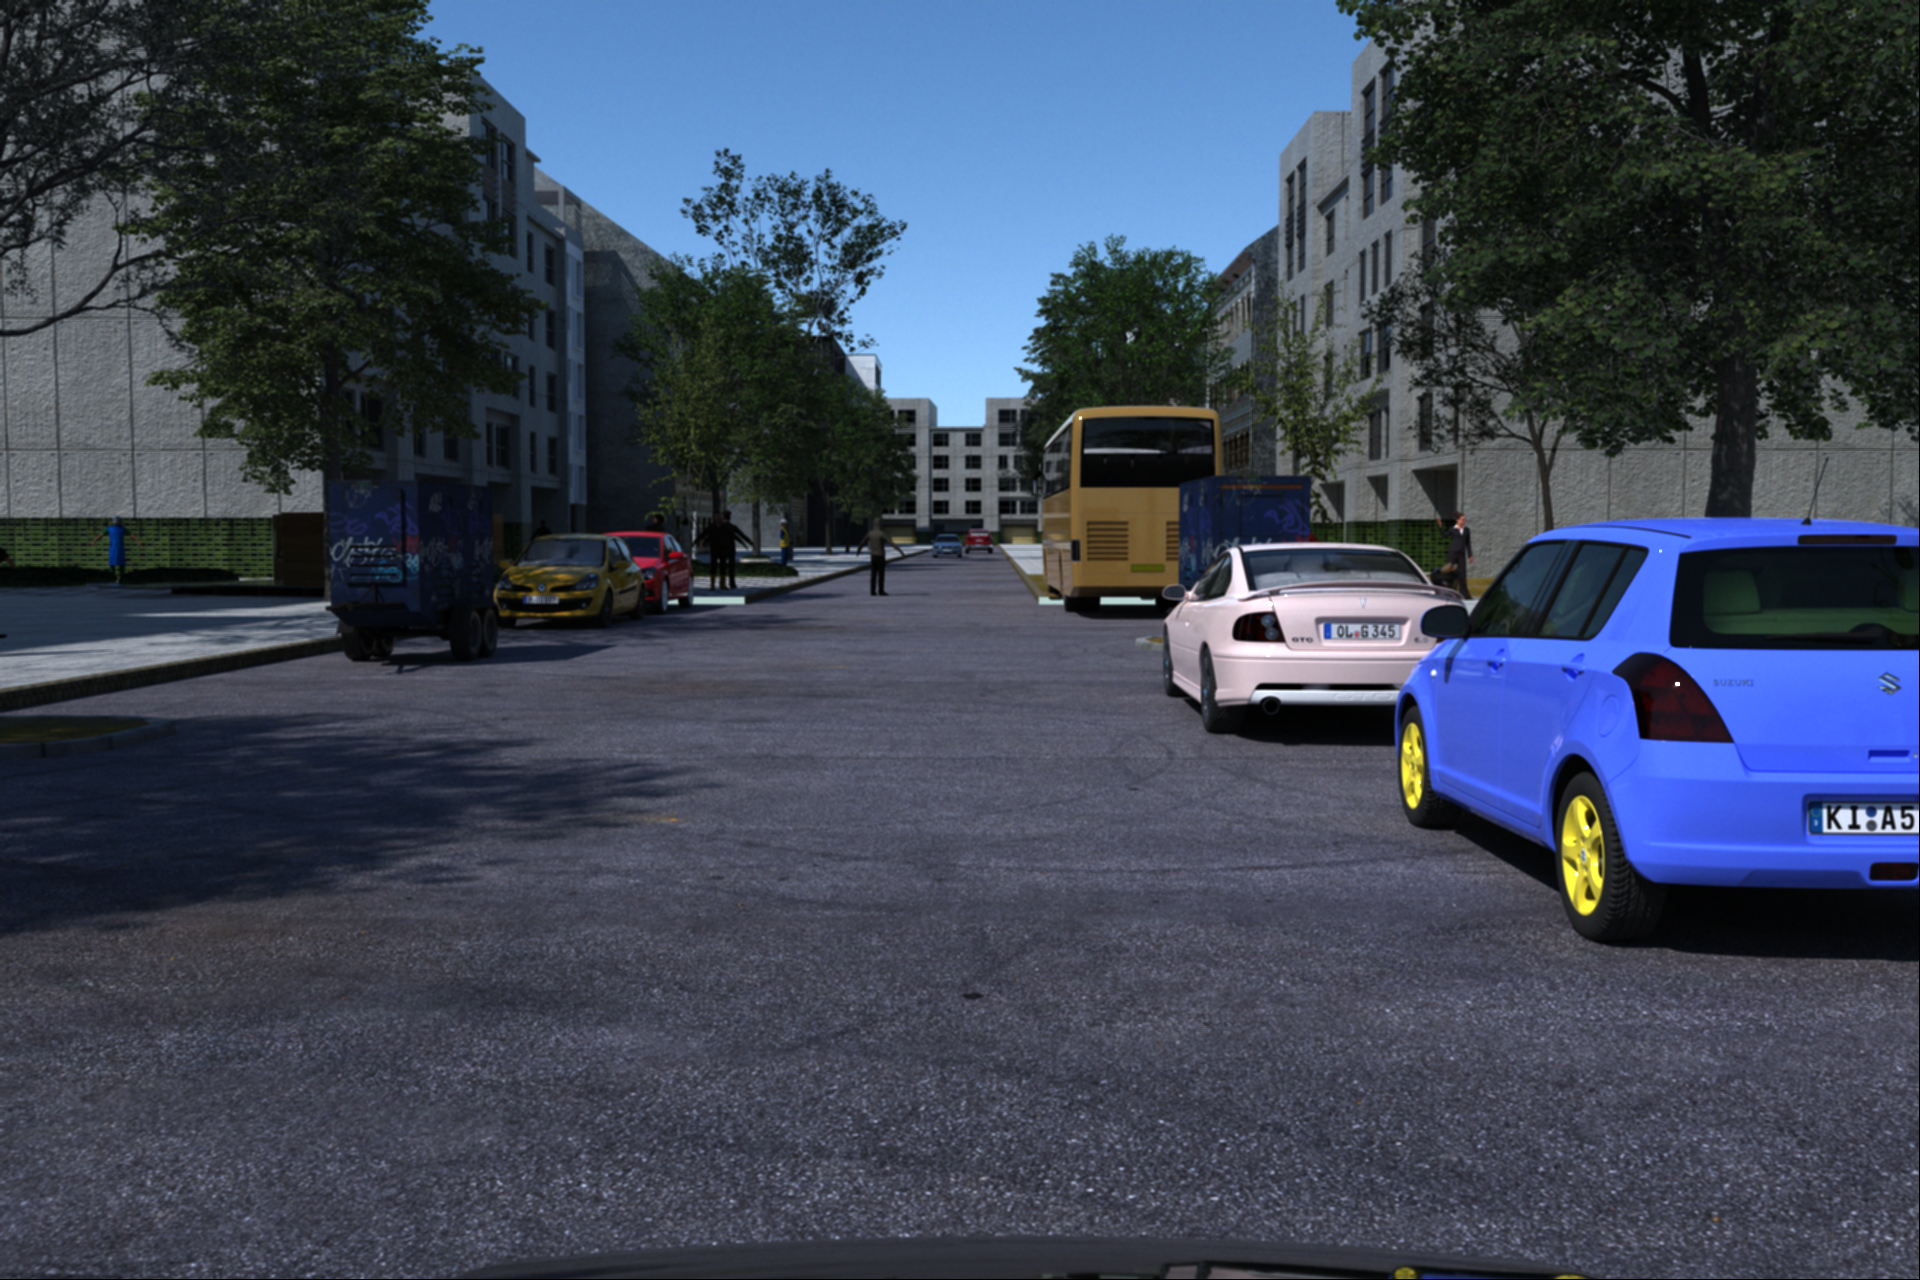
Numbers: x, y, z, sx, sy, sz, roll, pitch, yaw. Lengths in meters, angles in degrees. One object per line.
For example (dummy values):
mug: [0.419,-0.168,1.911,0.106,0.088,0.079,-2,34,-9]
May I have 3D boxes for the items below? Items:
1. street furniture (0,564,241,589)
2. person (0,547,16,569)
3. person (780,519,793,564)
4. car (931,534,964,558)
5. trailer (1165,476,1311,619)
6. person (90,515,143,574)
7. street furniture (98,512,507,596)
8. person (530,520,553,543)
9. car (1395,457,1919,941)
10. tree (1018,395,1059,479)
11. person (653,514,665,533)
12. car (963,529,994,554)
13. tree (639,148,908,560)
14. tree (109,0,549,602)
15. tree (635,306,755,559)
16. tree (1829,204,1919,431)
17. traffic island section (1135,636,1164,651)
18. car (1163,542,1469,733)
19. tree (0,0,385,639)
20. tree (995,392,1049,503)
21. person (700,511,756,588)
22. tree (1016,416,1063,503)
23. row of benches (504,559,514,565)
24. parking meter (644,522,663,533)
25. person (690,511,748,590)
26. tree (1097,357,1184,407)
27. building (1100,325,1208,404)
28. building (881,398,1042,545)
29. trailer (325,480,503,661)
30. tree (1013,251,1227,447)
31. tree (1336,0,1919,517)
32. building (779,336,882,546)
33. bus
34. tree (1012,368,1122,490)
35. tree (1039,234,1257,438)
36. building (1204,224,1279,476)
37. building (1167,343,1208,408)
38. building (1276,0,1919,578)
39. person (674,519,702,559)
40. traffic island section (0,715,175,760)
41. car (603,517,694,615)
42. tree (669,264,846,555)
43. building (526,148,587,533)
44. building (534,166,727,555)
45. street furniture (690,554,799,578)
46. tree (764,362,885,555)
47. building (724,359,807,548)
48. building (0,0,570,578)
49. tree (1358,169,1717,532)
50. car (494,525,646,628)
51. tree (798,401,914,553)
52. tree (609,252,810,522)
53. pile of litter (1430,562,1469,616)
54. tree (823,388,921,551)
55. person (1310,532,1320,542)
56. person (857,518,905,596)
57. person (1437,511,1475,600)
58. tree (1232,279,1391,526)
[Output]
street furniture: [-23.725,-1.724,43.816,10.072,0.657,5.734,1,4,22]
person: [-10.400,-0.678,17.872,0.721,1.737,1.214,3,4,38]
person: [-5.634,-3.054,56.389,0.721,1.772,1.216,0,4,6]
car: [-0.753,-5.710,105.368,2.014,1.417,4.499,0,4,1]
trailer: [2.953,-0.724,18.889,1.471,1.999,3.904,0,4,0]
person: [-23.947,-2.634,49.189,1.347,1.817,0.704,-2,4,-25]
street furniture: [-11.860,-1.939,38.554,9.812,1.723,11.010,2,4,25]
person: [-15.275,-3.511,63.629,1.346,1.802,0.704,1,4,21]
car: [3.033,0.135,7.383,1.945,1.707,3.694,0,4,0]
tree: [7.169,-10.243,101.883,8.767,10.594,7.601,1,4,22]
person: [-8.185,-2.491,46.879,0.704,1.843,1.345,-2,4,-27]
car: [1.388,-7.273,127.586,2.281,1.827,5.304,0,4,0]
tree: [-9.290,-14.063,85.814,12.611,20.169,13.585,0,3,0]
tree: [-11.660,-6.984,32.320,7.486,12.596,7.792,0,3,0]
tree: [-8.707,-6.497,56.582,4.737,8.622,4.395,0,3,0]
tree: [24.948,-7.164,42.892,9.928,11.665,9.643,0,3,0]
traffic island section: [3.256,0.053,22.001,1.991,0.108,1.994,0,3,0]
car: [2.713,-0.090,13.834,2.083,1.381,4.827,0,4,1]
tree: [-12.293,-6.746,20.660,12.009,13.543,11.850,0,3,0]
tree: [8.288,-13.556,132.016,12.009,13.543,11.850,0,3,0]
person: [-5.522,-2.153,41.130,1.347,1.837,0.705,0,4,1]
tree: [7.134,-10.915,112.879,7.601,10.594,8.767,-1,4,-12]
row of benches: [-13.819,-1.837,45.505,4.104,0.672,1.422,-1,4,-15]
parking meter: [-6.325,-1.675,35.792,0.372,1.533,0.369,0,3,0]
person: [-5.530,-2.050,39.657,1.346,1.812,0.704,-1,4,-18]
tree: [7.402,-7.218,68.383,4.360,8.622,3.978,0,3,0]
building: [28.562,-20.763,183.456,27.936,21.610,32.646,0,4,1]
building: [3.731,-22.167,231.343,31.486,18.905,16.747,0,4,3]
trailer: [-6.197,-0.739,19.130,1.471,1.999,3.904,0,4,1]
tree: [7.319,-10.486,78.100,9.857,13.997,8.962,0,3,0]
tree: [9.053,-6.935,20.041,9.857,13.997,8.962,0,3,0]
building: [-23.523,-21.455,194.757,27.936,21.610,32.646,0,4,0]
bus: [3.112,-2.641,34.732,2.896,3.916,12.252,0,3,0]
tree: [6.934,-9.428,88.557,8.767,10.594,7.601,0,4,-1]
tree: [6.499,-8.191,59.678,9.928,11.665,9.643,0,3,0]
building: [24.888,-16.508,100.838,19.493,23.208,18.063,0,4,1]
building: [28.884,-19.955,157.190,19.493,23.208,18.063,0,4,1]
building: [23.069,-12.169,65.414,16.747,18.905,31.486,0,4,1]
person: [-9.586,-3.336,60.725,1.347,1.806,0.705,2,4,29]
traffic island section: [-6.609,0.670,11.911,1.991,0.108,1.994,0,4,1]
car: [-6.123,-1.416,32.196,2.155,1.783,4.494,0,4,1]
tree: [-8.753,-9.527,73.892,7.486,12.596,7.792,0,3,0]
building: [-26.314,-13.953,84.543,16.016,20.090,11.380,0,4,2]
building: [-25.399,-16.964,108.296,19.493,23.208,18.063,0,4,2]
street furniture: [-9.907,-2.225,52.009,10.072,0.657,5.734,0,4,-8]
tree: [-8.001,-10.910,104.135,9.928,11.665,9.643,0,3,0]
building: [-24.896,-20.416,164.726,19.493,23.208,18.063,0,4,1]
building: [-26.838,-12.183,65.647,16.747,18.905,31.486,0,4,0]
tree: [13.825,-6.484,40.433,8.767,10.594,7.601,0,4,3]
car: [-6.184,-1.066,27.645,2.015,1.641,3.980,0,4,1]
tree: [-7.614,-11.255,118.430,8.767,10.594,7.601,-2,4,-26]
tree: [-9.185,-8.486,64.494,9.928,11.665,9.643,0,3,0]
pile of litter: [7.141,-0.752,26.257,1.176,0.858,1.719,0,4,1]
tree: [-6.877,-13.206,134.040,7.486,12.596,7.792,0,3,0]
person: [5.863,-1.499,30.609,1.345,1.816,0.704,3,4,38]
person: [-1.892,-1.939,40.288,1.348,1.813,0.705,2,4,32]
person: [9.604,-1.636,33.592,0.742,1.727,0.445,-3,4,-36]
tree: [10.144,-6.134,50.645,4.737,8.622,4.395,0,3,0]
